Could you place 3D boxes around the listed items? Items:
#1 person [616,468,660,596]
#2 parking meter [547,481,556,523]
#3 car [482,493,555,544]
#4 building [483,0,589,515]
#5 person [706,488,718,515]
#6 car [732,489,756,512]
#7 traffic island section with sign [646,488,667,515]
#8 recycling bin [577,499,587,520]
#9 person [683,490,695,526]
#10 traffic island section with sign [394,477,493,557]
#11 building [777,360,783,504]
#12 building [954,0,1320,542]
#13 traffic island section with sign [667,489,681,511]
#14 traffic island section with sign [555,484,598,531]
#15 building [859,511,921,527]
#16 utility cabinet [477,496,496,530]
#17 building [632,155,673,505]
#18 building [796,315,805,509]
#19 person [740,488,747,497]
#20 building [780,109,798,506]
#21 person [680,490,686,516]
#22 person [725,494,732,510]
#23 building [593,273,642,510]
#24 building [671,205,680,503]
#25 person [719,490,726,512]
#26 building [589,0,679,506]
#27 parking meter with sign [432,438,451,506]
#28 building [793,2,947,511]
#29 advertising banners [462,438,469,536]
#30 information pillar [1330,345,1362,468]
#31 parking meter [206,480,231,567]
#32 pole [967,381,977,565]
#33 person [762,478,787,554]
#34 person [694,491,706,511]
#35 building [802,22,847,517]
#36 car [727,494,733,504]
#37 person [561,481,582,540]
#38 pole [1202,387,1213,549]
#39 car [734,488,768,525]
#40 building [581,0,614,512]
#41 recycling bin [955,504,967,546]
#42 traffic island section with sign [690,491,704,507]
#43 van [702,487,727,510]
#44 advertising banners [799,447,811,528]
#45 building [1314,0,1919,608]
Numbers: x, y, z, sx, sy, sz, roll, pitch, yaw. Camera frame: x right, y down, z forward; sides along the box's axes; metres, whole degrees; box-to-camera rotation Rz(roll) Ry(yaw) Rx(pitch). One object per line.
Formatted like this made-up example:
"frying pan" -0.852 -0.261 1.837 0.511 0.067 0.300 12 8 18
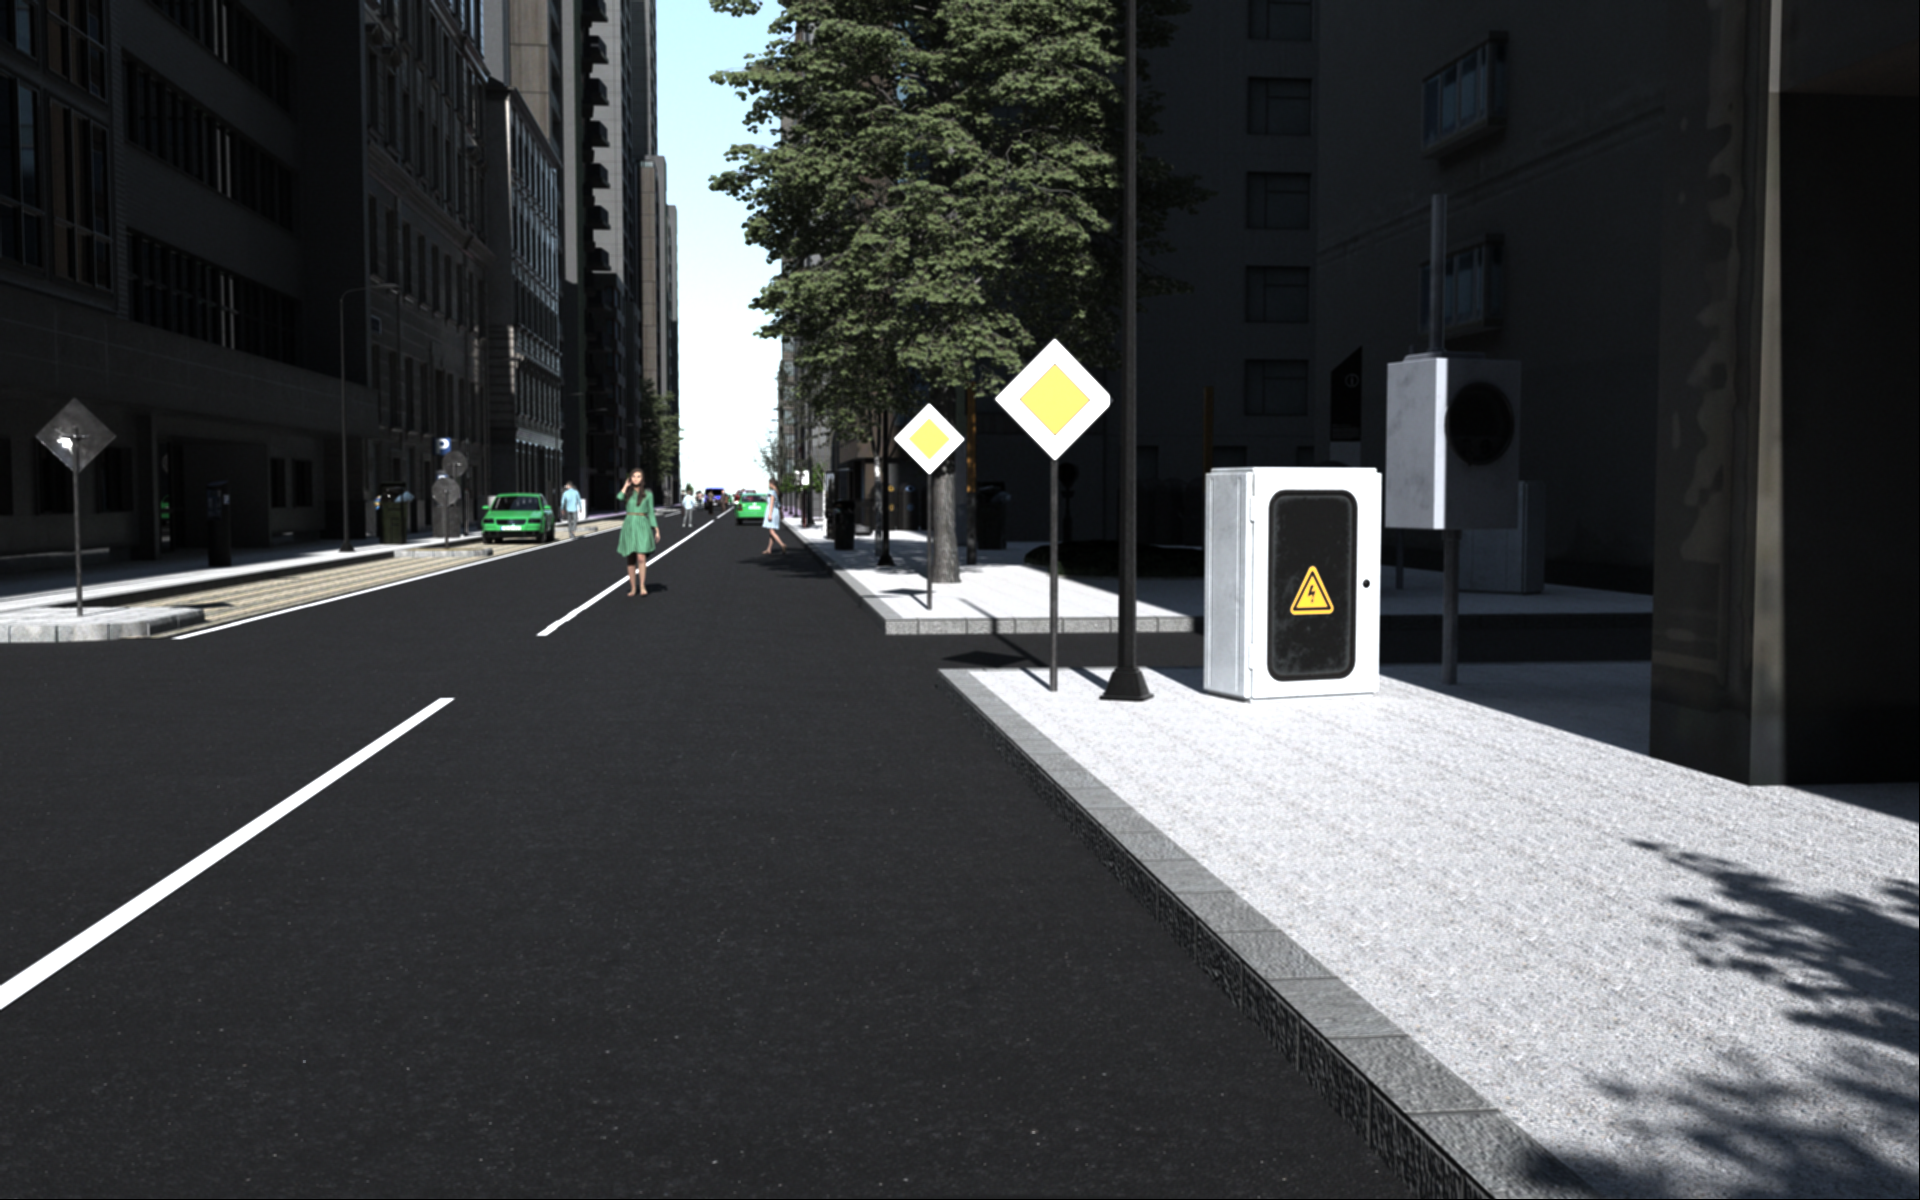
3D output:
"person" -4.523 -0.952 24.309 0.600 1.795 0.529 -1 4 -15
"parking meter" -18.051 -4.332 76.547 0.255 1.863 0.399 1 4 10
"car" -12.940 -2.571 50.837 1.959 1.807 4.718 -1 4 -8
"building" -29.066 -25.346 98.009 14.154 41.232 14.086 0 4 -7
"person" -17.379 -6.879 120.975 1.348 1.823 0.705 3 5 44
"car" -17.226 -8.017 139.745 2.281 1.827 5.304 0 4 -7
"traffic island section with sign" -21.125 -6.660 117.514 1.989 1.847 2.006 0 4 -7
"recycling bin" -19.140 -4.552 86.980 0.722 1.027 0.722 0 4 -6
"person" -12.000 -4.059 76.679 0.589 1.601 0.330 1 4 12
"traffic island section with sign" -11.865 -1.915 39.932 1.989 1.847 2.006 0 4 -7
"building" -11.091 -24.099 239.065 27.650 21.520 28.899 0 4 -7
"building" 6.422 -22.584 52.851 14.154 41.232 14.086 0 4 -7
"traffic island section with sign" -24.316 -8.297 144.280 1.989 1.847 2.006 0 4 -7
"traffic island section with sign" -15.089 -3.574 67.060 1.989 1.847 2.006 0 4 -7
"building" 1.982 -25.954 74.456 14.600 45.320 14.200 0 4 -7
"utility cabinet" -16.898 -3.142 62.531 1.020 1.237 0.306 0 4 5
"building" -41.542 -31.737 202.502 14.154 41.232 14.086 0 4 -7
"building" 0.815 -18.162 141.980 27.650 21.520 28.899 0 4 -7
"person" -15.902 -7.236 126.680 0.599 1.838 0.709 1 4 15
"building" -12.234 -30.786 186.942 14.154 41.232 14.086 0 4 -7
"person" -17.711 -6.275 111.907 0.742 1.727 0.445 0 4 7
"person" -20.741 -8.685 153.763 1.065 1.426 0.557 0 4 1
"building" -42.276 -18.559 148.481 27.650 21.520 28.899 0 4 -7
"building" -45.903 -33.862 237.244 14.154 41.232 14.086 0 4 -7
"person" -18.690 -7.785 136.344 0.434 1.755 0.990 -2 4 -35
"building" -46.383 -47.719 218.450 20.563 71.187 20.611 0 4 -7
"parking meter with sign" -15.788 -3.455 52.743 0.543 3.016 1.738 -1 4 -15
"building" -8.394 -31.297 161.819 14.600 45.320 14.200 0 4 -7
"advertising banners" -15.269 -3.508 53.551 0.090 3.025 2.074 -1 4 -12
"information pillar" 6.099 -2.202 27.353 0.504 3.616 0.183 1 4 13
"parking meter" -13.164 -1.367 30.761 0.372 1.533 0.369 0 3 0
"pole" 0.214 -2.300 31.454 0.158 3.312 0.155 0 3 0
"person" -4.400 -2.001 41.316 0.778 1.811 0.616 2 4 35
"person" -22.150 -8.465 147.610 1.217 1.736 0.721 -1 4 -13
"building" 0.480 -34.764 110.395 21.231 58.520 28.212 0 4 -7
"car" -33.011 -14.408 244.365 1.959 1.807 4.718 -1 4 -8
"person" -12.326 -2.840 54.796 0.638 1.841 0.748 0 4 7
"pole" 4.713 -2.392 32.954 0.158 3.312 0.155 0 3 0
"car" -9.611 -4.430 81.227 1.959 1.807 4.718 0 4 -6
"building" -35.864 -28.398 118.936 22.147 44.769 28.867 0 4 -7
"recycling bin" -0.044 -1.855 42.887 0.722 1.027 0.722 -1 4 -13
"traffic island section with sign" -34.029 -13.272 225.624 1.989 1.847 2.006 0 4 -7
"van" -22.429 -9.440 158.727 2.240 2.365 5.245 0 4 -5
"advertising banners" -5.844 -4.211 65.043 0.090 3.025 2.074 0 4 7
"building" 18.109 -24.887 30.606 21.600 48.544 21.300 0 4 -7
